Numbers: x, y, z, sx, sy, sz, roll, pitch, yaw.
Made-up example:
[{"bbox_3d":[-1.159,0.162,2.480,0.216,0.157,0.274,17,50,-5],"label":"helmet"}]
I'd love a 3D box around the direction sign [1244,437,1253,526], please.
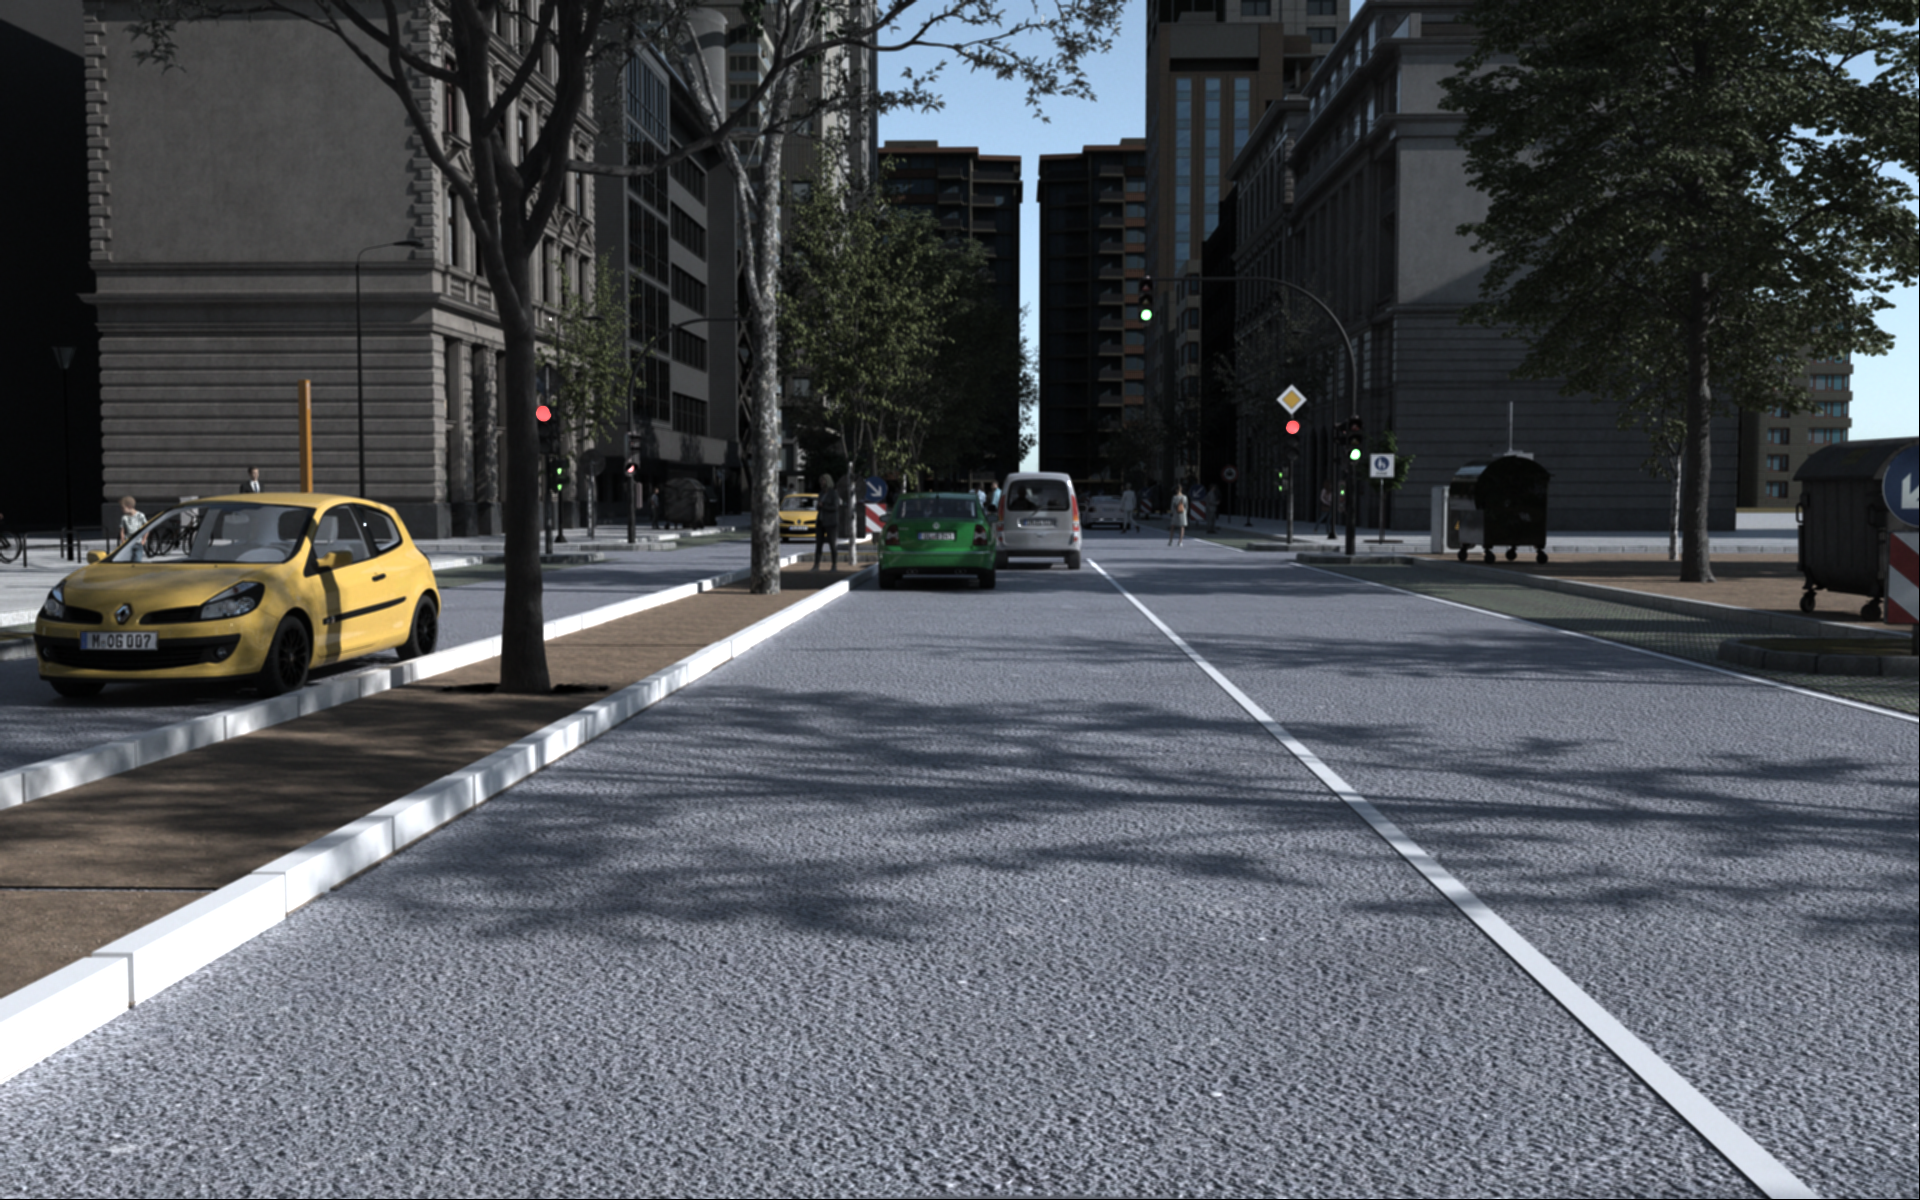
[{"bbox_3d":[11.528,-4.715,69.092,0.379,3.537,0.876,1,4,18],"label":"direction sign"}]

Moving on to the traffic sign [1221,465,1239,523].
[{"bbox_3d":[11.777,-4.621,75.652,0.768,2.556,0.104,0,4,5],"label":"traffic sign"}]

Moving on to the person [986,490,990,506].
[{"bbox_3d":[2.615,-8.862,153.919,0.617,1.759,0.750,0,4,5],"label":"person"}]

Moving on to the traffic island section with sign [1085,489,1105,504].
[{"bbox_3d":[11.766,-8.412,146.158,1.989,1.847,2.006,0,4,2],"label":"traffic island section with sign"}]

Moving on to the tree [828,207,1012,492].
[{"bbox_3d":[-1.680,-9.054,68.624,7.486,12.596,7.792,0,3,0],"label":"tree"}]

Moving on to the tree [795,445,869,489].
[{"bbox_3d":[-8.691,-7.663,109.007,4.285,4.588,4.351,0,3,0],"label":"tree"}]

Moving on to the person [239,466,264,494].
[{"bbox_3d":[-14.488,-1.826,35.677,0.755,1.850,0.659,3,5,40],"label":"person"}]

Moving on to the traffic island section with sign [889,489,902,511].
[{"bbox_3d":[-4.950,-8.445,146.703,1.989,1.847,2.006,0,4,2],"label":"traffic island section with sign"}]

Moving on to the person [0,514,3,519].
[{"bbox_3d":[-16.565,-1.388,29.005,0.850,1.792,0.678,0,4,0],"label":"person"}]

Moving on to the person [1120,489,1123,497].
[{"bbox_3d":[15.602,-9.732,165.895,0.721,1.736,1.217,1,4,22],"label":"person"}]

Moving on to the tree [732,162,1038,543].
[{"bbox_3d":[-2.234,-6.756,47.327,8.767,10.594,7.601,0,4,2],"label":"tree"}]

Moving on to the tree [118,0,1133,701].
[{"bbox_3d":[-3.114,-6.062,11.946,12.009,13.543,11.850,0,3,0],"label":"tree"}]

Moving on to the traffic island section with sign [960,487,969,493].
[{"bbox_3d":[0.268,-6.815,119.558,2.006,1.907,1.989,0,4,2],"label":"traffic island section with sign"}]

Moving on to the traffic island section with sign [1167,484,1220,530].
[{"bbox_3d":[9.285,-3.695,69.042,1.989,1.847,2.006,0,4,2],"label":"traffic island section with sign"}]

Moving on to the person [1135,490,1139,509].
[{"bbox_3d":[15.781,-8.897,152.188,1.217,1.739,0.721,-3,4,-36],"label":"person"}]

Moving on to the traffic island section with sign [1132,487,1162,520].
[{"bbox_3d":[10.149,-5.343,95.984,1.989,1.847,2.006,0,4,2],"label":"traffic island section with sign"}]

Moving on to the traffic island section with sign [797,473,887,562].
[{"bbox_3d":[-2.383,-1.769,37.054,2.006,1.907,1.989,0,4,2],"label":"traffic island section with sign"}]

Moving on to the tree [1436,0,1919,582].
[{"bbox_3d":[10.512,-6.514,24.633,7.486,12.596,7.792,0,3,0],"label":"tree"}]

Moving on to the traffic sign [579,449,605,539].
[{"bbox_3d":[-10.428,-2.997,49.100,0.768,2.556,0.104,0,4,7],"label":"traffic sign"}]

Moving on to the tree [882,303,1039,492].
[{"bbox_3d":[-0.656,-10.449,90.311,9.611,12.733,9.660,0,3,0],"label":"tree"}]

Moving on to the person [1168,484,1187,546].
[{"bbox_3d":[6.063,-2.355,48.005,0.512,1.701,0.522,-1,4,-9],"label":"person"}]

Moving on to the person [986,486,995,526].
[{"bbox_3d":[1.201,-3.205,61.457,0.519,1.759,0.362,1,4,22],"label":"person"}]

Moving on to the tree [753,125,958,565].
[{"bbox_3d":[-2.113,-4.972,34.119,4.737,8.622,4.395,0,3,0],"label":"tree"}]

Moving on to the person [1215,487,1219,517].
[{"bbox_3d":[14.428,-5.623,98.155,0.526,1.800,0.537,2,4,26],"label":"person"}]

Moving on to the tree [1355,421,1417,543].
[{"bbox_3d":[11.286,-3.126,45.719,1.663,3.219,1.824,0,3,0],"label":"tree"}]

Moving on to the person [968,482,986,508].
[{"bbox_3d":[0.427,-2.509,49.782,0.793,1.790,0.793,-3,4,-37],"label":"person"}]

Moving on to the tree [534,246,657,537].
[{"bbox_3d":[-11.177,-6.222,52.095,4.737,8.622,4.395,0,3,0],"label":"tree"}]

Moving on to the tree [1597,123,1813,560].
[{"bbox_3d":[14.123,-5.087,33.536,4.360,8.622,3.978,0,3,0],"label":"tree"}]

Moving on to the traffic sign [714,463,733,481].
[{"bbox_3d":[-9.997,-4.488,73.112,0.795,2.593,0.064,0,4,5],"label":"traffic sign"}]

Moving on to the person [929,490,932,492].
[{"bbox_3d":[-2.253,-7.439,130.678,0.990,1.755,0.434,0,4,1],"label":"person"}]

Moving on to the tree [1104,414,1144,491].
[{"bbox_3d":[14.684,-12.430,153.589,4.737,8.622,4.395,0,3,0],"label":"tree"}]

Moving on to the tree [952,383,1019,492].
[{"bbox_3d":[-0.218,-10.537,100.497,9.928,11.665,9.643,0,3,0],"label":"tree"}]

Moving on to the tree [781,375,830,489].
[{"bbox_3d":[-8.799,-9.370,103.554,4.360,8.622,3.978,0,3,0],"label":"tree"}]

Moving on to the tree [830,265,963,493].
[{"bbox_3d":[-1.823,-6.252,55.043,4.360,8.622,3.978,0,3,0],"label":"tree"}]

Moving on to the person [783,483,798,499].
[{"bbox_3d":[-6.431,-3.519,65.881,0.661,1.843,0.795,0,4,-4],"label":"person"}]

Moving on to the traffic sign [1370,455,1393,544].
[{"bbox_3d":[10.769,-2.578,44.286,0.606,2.300,0.079,0,4,7],"label":"traffic sign"}]

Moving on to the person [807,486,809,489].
[{"bbox_3d":[-9.791,-6.467,112.191,0.576,1.772,0.534,-1,4,-10],"label":"person"}]

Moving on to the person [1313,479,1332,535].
[{"bbox_3d":[11.447,-2.923,54.416,0.643,1.750,0.593,2,4,35],"label":"person"}]

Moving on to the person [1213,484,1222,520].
[{"bbox_3d":[12.868,-4.961,87.546,0.661,1.777,0.834,-1,4,-13],"label":"person"}]

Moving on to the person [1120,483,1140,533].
[{"bbox_3d":[6.147,-3.324,62.731,0.818,1.842,0.514,3,5,43],"label":"person"}]

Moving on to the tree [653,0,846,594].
[{"bbox_3d":[-3.974,-10.197,25.065,12.611,20.169,13.585,0,3,0],"label":"tree"}]

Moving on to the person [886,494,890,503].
[{"bbox_3d":[-7.348,-10.070,170.697,0.705,1.823,1.348,3,4,36],"label":"person"}]

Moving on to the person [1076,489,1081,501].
[{"bbox_3d":[7.651,-6.209,110.263,0.600,1.795,0.529,1,4,16],"label":"person"}]

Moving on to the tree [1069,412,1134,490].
[{"bbox_3d":[16.291,-15.990,195.856,8.767,10.594,7.601,1,4,14],"label":"tree"}]

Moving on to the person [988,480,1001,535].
[{"bbox_3d":[1.114,-2.621,51.222,0.748,1.841,0.638,3,5,44],"label":"person"}]

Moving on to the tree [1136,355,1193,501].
[{"bbox_3d":[11.751,-8.494,89.238,4.360,8.622,3.978,0,3,0],"label":"tree"}]

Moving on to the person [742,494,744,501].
[{"bbox_3d":[-15.443,-6.995,120.185,0.659,1.850,0.755,2,4,33],"label":"person"}]

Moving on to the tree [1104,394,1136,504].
[{"bbox_3d":[13.129,-10.622,124.025,4.360,8.622,3.978,0,3,0],"label":"tree"}]

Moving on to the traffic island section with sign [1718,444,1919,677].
[{"bbox_3d":[7.523,-0.355,14.436,1.989,1.847,2.006,0,4,2],"label":"traffic island section with sign"}]

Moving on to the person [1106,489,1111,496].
[{"bbox_3d":[15.949,-11.018,186.189,0.705,1.824,1.348,2,4,32],"label":"person"}]

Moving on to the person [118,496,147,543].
[{"bbox_3d":[-11.163,-0.776,23.411,0.332,1.250,0.352,1,4,13],"label":"person"}]

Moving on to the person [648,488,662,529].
[{"bbox_3d":[-11.082,-3.327,63.029,0.523,1.515,0.503,-2,4,-24],"label":"person"}]

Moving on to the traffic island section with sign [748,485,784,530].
[{"bbox_3d":[-7.425,-3.745,69.862,1.989,1.847,2.006,0,4,2],"label":"traffic island section with sign"}]

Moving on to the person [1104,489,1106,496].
[{"bbox_3d":[16.028,-11.357,191.357,0.705,1.869,1.348,0,4,-8],"label":"person"}]

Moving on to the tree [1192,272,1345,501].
[{"bbox_3d":[10.800,-6.555,57.532,4.360,8.622,3.978,0,3,0],"label":"tree"}]

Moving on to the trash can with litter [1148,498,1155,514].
[{"bbox_3d":[12.591,-6.269,113.888,0.624,1.170,1.055,1,4,9],"label":"trash can with litter"}]

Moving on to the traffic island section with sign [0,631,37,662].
[{"bbox_3d":[-9.183,-0.399,15.148,1.989,1.847,2.006,0,4,2],"label":"traffic island section with sign"}]

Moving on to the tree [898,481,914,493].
[{"bbox_3d":[-6.311,-12.315,195.949,1.663,3.219,1.824,0,3,0],"label":"tree"}]

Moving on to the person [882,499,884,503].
[{"bbox_3d":[-8.468,-11.158,191.701,0.421,1.427,0.697,1,4,13],"label":"person"}]

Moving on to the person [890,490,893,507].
[{"bbox_3d":[-6.807,-10.216,173.781,0.721,1.736,1.217,0,4,3],"label":"person"}]
